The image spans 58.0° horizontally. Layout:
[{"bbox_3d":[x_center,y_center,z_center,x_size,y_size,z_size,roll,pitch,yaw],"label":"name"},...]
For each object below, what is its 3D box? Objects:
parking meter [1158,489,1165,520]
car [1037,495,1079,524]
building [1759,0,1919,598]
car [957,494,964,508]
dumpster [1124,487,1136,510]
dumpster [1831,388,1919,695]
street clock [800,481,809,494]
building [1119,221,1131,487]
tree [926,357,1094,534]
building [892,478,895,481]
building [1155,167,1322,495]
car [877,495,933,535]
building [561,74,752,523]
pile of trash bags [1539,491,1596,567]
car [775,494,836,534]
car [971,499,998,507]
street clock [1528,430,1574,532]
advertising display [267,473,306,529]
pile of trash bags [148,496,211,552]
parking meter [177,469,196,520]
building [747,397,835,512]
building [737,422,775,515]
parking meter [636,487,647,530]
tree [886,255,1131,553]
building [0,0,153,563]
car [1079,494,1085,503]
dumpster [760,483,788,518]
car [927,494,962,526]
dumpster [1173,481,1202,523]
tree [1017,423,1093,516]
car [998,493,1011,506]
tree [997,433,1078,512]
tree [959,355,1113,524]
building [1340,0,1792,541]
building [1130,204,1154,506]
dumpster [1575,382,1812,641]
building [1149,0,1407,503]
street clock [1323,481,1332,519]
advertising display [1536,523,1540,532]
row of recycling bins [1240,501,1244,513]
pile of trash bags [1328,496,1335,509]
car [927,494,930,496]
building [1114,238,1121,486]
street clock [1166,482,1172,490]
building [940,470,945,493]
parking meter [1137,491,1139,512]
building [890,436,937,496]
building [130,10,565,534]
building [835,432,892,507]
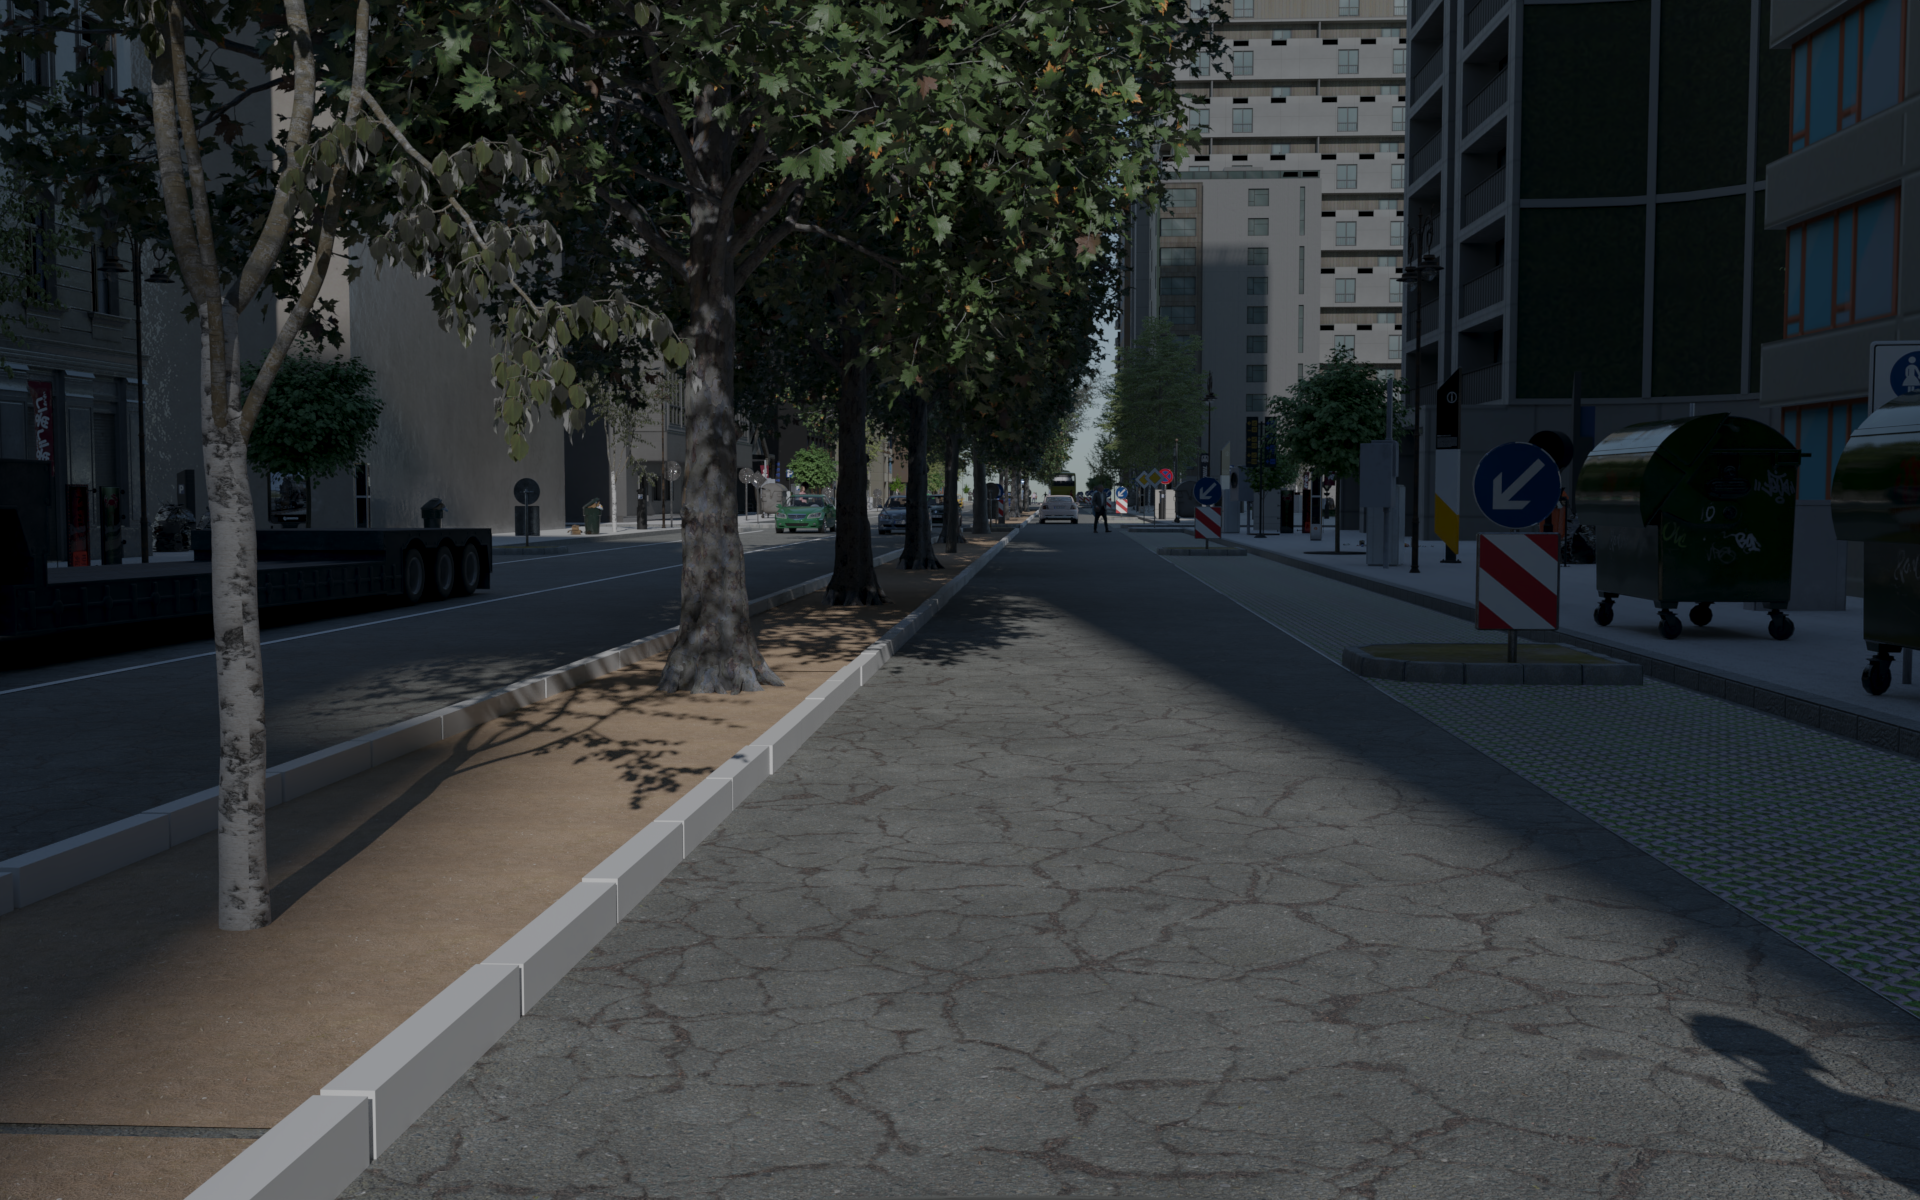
[{"bbox_3d":[10.207,-4.830,87.384,0.372,1.533,0.369,0,3,0],"label":"parking meter"},{"bbox_3d":[4.792,-4.411,84.487,2.083,1.381,4.827,0,4,2],"label":"car"},{"bbox_3d":[24.324,-10.021,8.878,27.650,21.520,28.899,0,4,3],"label":"building"},{"bbox_3d":[-0.530,-9.857,171.393,2.015,1.641,3.980,0,4,3],"label":"car"},{"bbox_3d":[13.919,-8.399,143.082,1.264,1.857,1.865,0,4,3],"label":"dumpster"},{"bbox_3d":[6.300,-0.470,10.176,1.502,2.255,1.985,0,4,3],"label":"dumpster"},{"bbox_3d":[-8.865,-5.777,99.030,0.471,2.002,0.358,-1,4,-19],"label":"street clock"},{"bbox_3d":[29.551,-36.181,241.671,14.600,45.320,14.200,0,4,3],"label":"building"},{"bbox_3d":[0.766,-9.327,61.601,9.857,13.997,8.962,0,3,0],"label":"tree"},{"bbox_3d":[-21.732,-36.907,192.675,28.713,52.752,27.495,0,4,3],"label":"building"},{"bbox_3d":[24.756,-23.580,157.236,14.160,30.474,14.107,0,4,3],"label":"building"},{"bbox_3d":[-1.963,-3.104,62.746,2.014,1.417,4.499,0,4,2],"label":"car"},{"bbox_3d":[-19.715,-18.061,88.810,14.314,27.812,24.014,0,4,3],"label":"building"},{"bbox_3d":[11.626,-1.333,31.554,3.447,1.369,1.912,-3,4,-38],"label":"pile of trash bags"},{"bbox_3d":[-5.684,-3.218,64.404,2.131,1.459,4.920,0,4,4],"label":"car"},{"bbox_3d":[1.906,-7.444,131.498,2.009,1.686,4.222,0,4,4],"label":"car"},{"bbox_3d":[6.726,-0.931,19.799,0.358,2.002,0.471,-3,5,-44],"label":"street clock"},{"bbox_3d":[-15.759,-2.169,40.673,0.123,1.923,0.974,3,5,43],"label":"advertising display"},{"bbox_3d":[-18.133,-1.759,38.517,1.912,1.369,3.447,2,4,34],"label":"pile of trash bags"},{"bbox_3d":[-18.409,-2.171,41.215,0.399,1.863,0.255,2,4,32],"label":"parking meter"},{"bbox_3d":[-16.609,-18.435,131.088,12.332,23.373,15.834,0,4,3],"label":"building"},{"bbox_3d":[-20.440,-14.806,109.534,16.820,18.784,16.811,0,4,3],"label":"building"},{"bbox_3d":[-11.469,-3.304,62.439,0.372,1.533,0.369,0,3,0],"label":"parking meter"},{"bbox_3d":[-0.257,-6.382,41.223,8.767,10.594,7.601,0,4,3],"label":"tree"},{"bbox_3d":[-21.858,-10.849,26.529,9.793,20.994,18.267,0,4,3],"label":"building"},{"bbox_3d":[19.052,-16.164,274.503,2.015,1.641,3.980,0,4,2],"label":"car"},{"bbox_3d":[-9.876,-5.274,91.986,1.264,1.857,1.865,0,4,3],"label":"dumpster"},{"bbox_3d":[-0.875,-4.056,76.097,2.009,1.686,4.222,0,4,5],"label":"car"},{"bbox_3d":[10.161,-4.354,76.954,1.264,1.857,1.865,0,4,3],"label":"dumpster"},{"bbox_3d":[3.688,-11.402,114.634,9.928,11.665,9.643,0,3,0],"label":"tree"},{"bbox_3d":[4.738,-10.459,180.593,1.945,1.707,3.694,0,4,5],"label":"car"},{"bbox_3d":[5.343,-13.140,135.431,7.486,12.596,7.792,0,3,0],"label":"tree"},{"bbox_3d":[2.500,-11.073,93.870,12.009,13.543,11.850,0,3,0],"label":"tree"},{"bbox_3d":[23.171,-37.377,49.372,20.563,71.187,20.611,0,4,3],"label":"building"},{"bbox_3d":[30.758,-40.547,204.941,21.231,58.520,28.212,0,4,3],"label":"building"},{"bbox_3d":[6.709,-0.823,15.952,1.502,2.255,1.985,0,4,3],"label":"dumpster"},{"bbox_3d":[33.466,-35.940,176.861,28.713,52.752,27.495,0,4,3],"label":"building"},{"bbox_3d":[18.927,-5.185,89.344,0.471,2.002,0.358,-2,4,-26],"label":"street clock"},{"bbox_3d":[12.408,-1.921,36.630,0.123,1.923,0.974,0,4,1],"label":"advertising display"},{"bbox_3d":[17.882,-6.794,118.201,1.069,1.692,3.534,-3,5,-44],"label":"row of recycling bins"},{"bbox_3d":[29.533,-7.533,132.915,3.447,1.369,1.912,1,4,15],"label":"pile of trash bags"},{"bbox_3d":[-3.367,-9.600,165.748,1.959,1.807,4.718,0,4,4],"label":"car"},{"bbox_3d":[37.213,-38.964,291.688,22.147,44.769,28.867,0,4,3],"label":"building"},{"bbox_3d":[11.499,-5.563,95.518,0.358,2.002,0.471,-1,4,-11],"label":"street clock"},{"bbox_3d":[-15.460,-27.045,287.230,27.650,21.520,28.899,0,4,3],"label":"building"},{"bbox_3d":[13.120,-7.252,126.979,0.372,1.533,0.369,0,3,0],"label":"parking meter"},{"bbox_3d":[-10.518,-37.556,264.146,14.600,45.320,14.200,0,4,3],"label":"building"},{"bbox_3d":[-32.064,-15.285,54.418,34.151,26.468,19.350,0,4,3],"label":"building"},{"bbox_3d":[-21.653,-19.565,164.919,27.650,21.520,28.899,0,4,3],"label":"building"}]
